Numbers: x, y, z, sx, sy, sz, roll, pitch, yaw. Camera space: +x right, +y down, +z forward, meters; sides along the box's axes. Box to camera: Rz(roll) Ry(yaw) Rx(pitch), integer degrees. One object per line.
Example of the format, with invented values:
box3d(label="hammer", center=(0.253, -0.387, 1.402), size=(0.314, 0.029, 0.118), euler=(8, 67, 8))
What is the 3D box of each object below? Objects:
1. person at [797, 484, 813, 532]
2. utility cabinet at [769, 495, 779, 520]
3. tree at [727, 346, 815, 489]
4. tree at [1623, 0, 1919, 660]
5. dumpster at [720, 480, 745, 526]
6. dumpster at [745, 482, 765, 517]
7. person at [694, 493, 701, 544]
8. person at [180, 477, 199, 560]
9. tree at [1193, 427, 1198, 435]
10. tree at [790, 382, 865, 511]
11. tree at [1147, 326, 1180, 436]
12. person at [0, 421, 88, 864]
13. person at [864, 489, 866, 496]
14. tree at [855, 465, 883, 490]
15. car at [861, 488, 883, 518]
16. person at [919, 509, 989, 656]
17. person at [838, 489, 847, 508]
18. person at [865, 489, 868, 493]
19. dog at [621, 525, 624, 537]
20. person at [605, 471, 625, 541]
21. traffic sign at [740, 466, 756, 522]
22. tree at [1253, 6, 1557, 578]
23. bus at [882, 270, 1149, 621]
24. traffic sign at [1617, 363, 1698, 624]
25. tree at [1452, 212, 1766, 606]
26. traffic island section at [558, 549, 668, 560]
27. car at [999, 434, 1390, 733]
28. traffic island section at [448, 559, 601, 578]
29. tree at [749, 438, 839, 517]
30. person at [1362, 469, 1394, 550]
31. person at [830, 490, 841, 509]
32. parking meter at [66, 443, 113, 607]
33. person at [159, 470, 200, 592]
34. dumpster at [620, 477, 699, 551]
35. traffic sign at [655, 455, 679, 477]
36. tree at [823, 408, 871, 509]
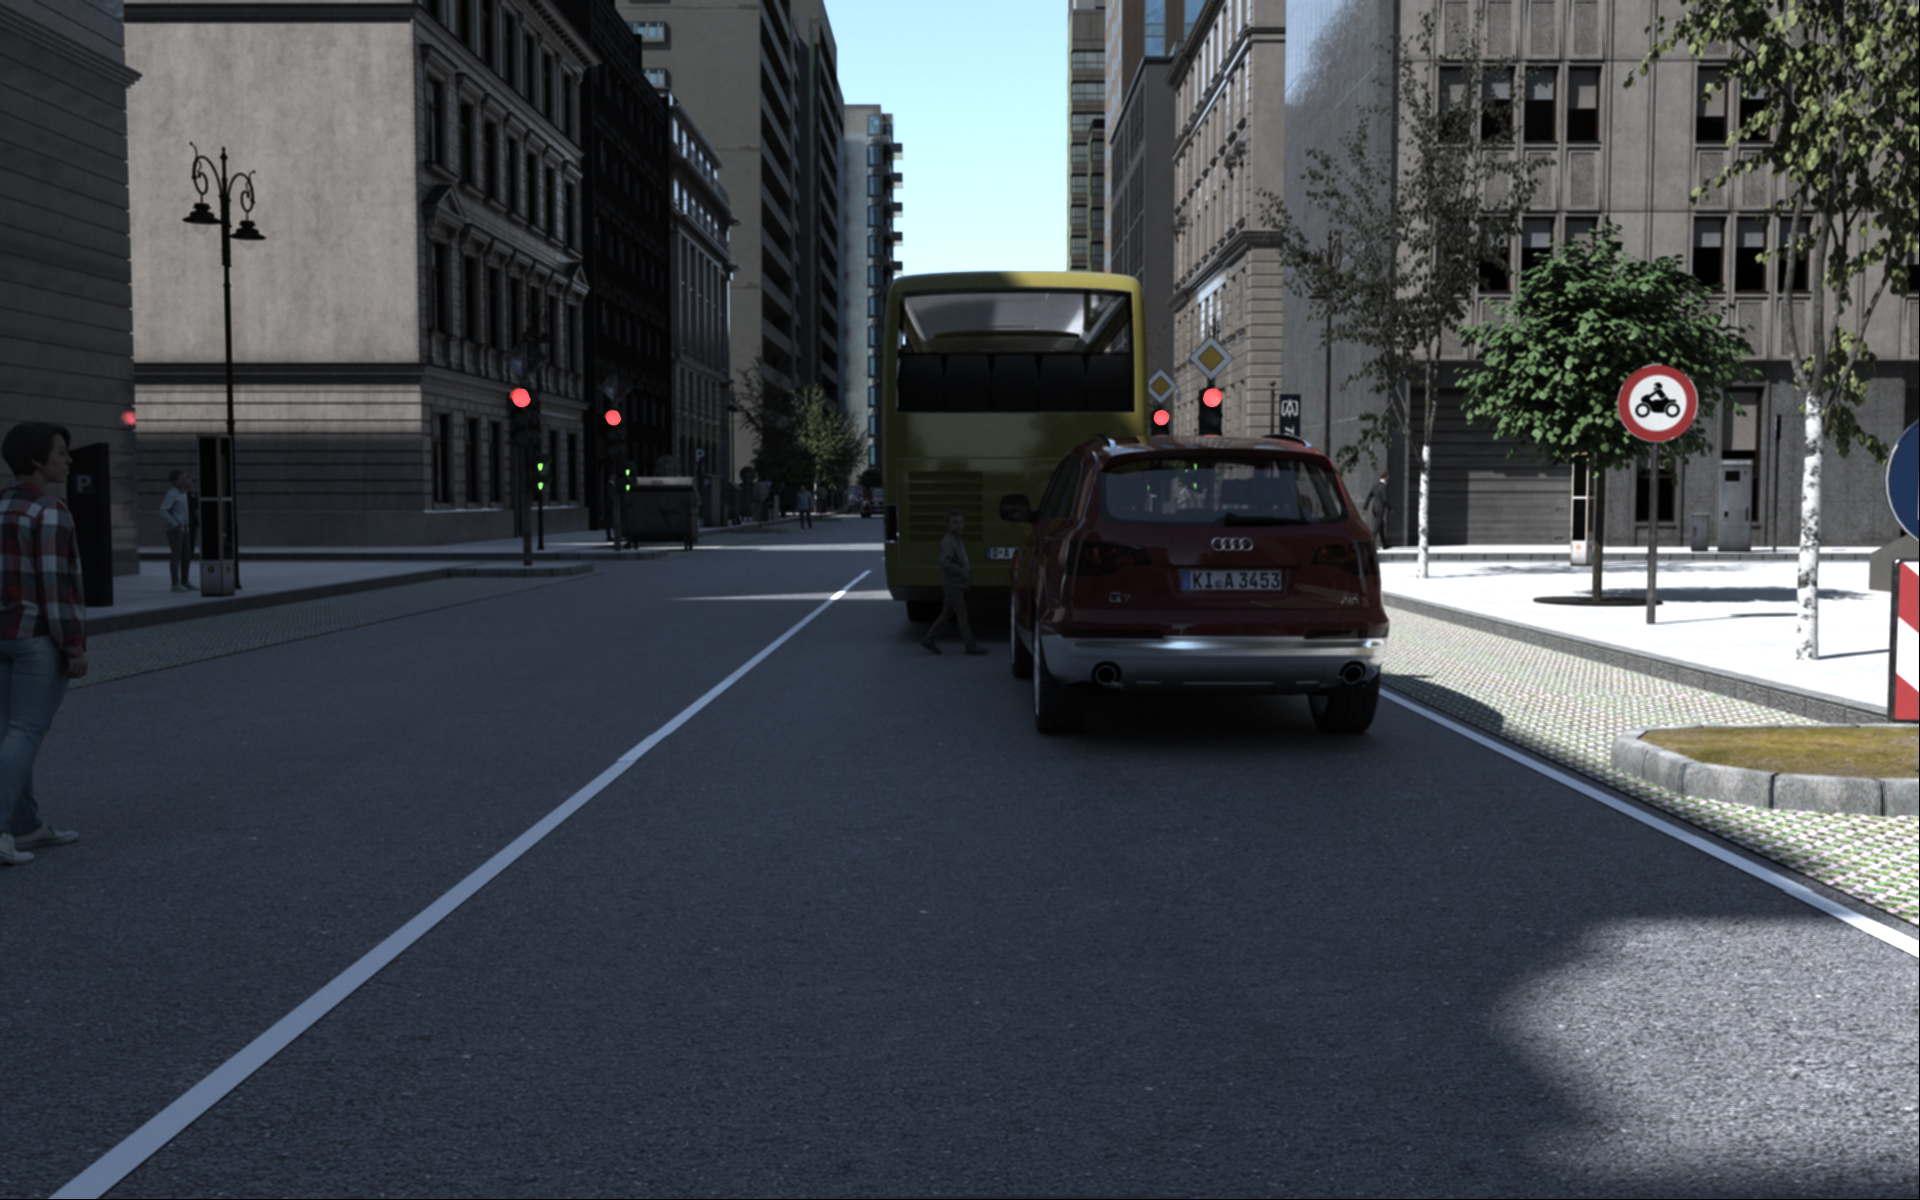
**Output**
box3d(label="person", center=(-5.859, -3.498, 65.714), size=(0.660, 1.820, 0.620), euler=(1, 4, 11))
box3d(label="utility cabinet", center=(-9.425, -4.531, 85.251), size=(1.020, 1.237, 0.306), euler=(-1, 4, -20))
box3d(label="tree", center=(-9.489, -8.369, 87.200), size=(4.360, 8.622, 3.978), euler=(0, 3, 0))
box3d(label="tree", center=(6.798, -3.838, 13.112), size=(4.737, 8.622, 4.395), euler=(0, 3, 0))
box3d(label="dumpster", center=(-9.659, -3.986, 70.933), size=(1.264, 1.857, 1.865), euler=(0, 4, 0))
box3d(label="dumpster", center=(-9.807, -4.596, 80.895), size=(1.264, 1.857, 1.865), euler=(0, 4, 0))
box3d(label="person", center=(-7.769, -2.520, 49.899), size=(0.606, 1.804, 0.583), euler=(0, 4, -1))
box3d(label="person", center=(-15.224, -1.533, 33.986), size=(0.534, 1.772, 0.576), euler=(2, 4, 28))
box3d(label="tree", center=(6.937, -3.415, 50.443), size=(1.663, 3.219, 1.824), euler=(0, 3, 0))
box3d(label="tree", center=(-9.338, -9.986, 113.638), size=(4.737, 8.622, 4.395), euler=(0, 3, 0))
box3d(label="tree", center=(6.877, -7.371, 70.881), size=(4.360, 8.622, 3.978), euler=(0, 3, 0))
box3d(label="person", center=(-3.735, 0.150, 6.886), size=(0.563, 1.720, 0.643), euler=(2, 4, 31))
box3d(label="person", center=(-9.180, -9.917, 168.868), size=(0.721, 1.739, 1.217), euler=(0, 4, -6))
box3d(label="tree", center=(-9.785, -12.665, 190.786), size=(4.285, 4.588, 4.351), euler=(0, 3, 0))
box3d(label="car", center=(-4.880, -5.945, 105.878), size=(2.281, 1.827, 5.304), euler=(0, 4, 2))
box3d(label="person", center=(-0.052, -0.164, 15.449), size=(0.640, 1.303, 0.475), euler=(0, 4, 4))
box3d(label="person", center=(-10.775, -9.346, 159.377), size=(0.617, 1.759, 0.750), euler=(1, 4, 22))
box3d(label="person", center=(-9.263, -10.006, 170.374), size=(0.721, 1.736, 1.217), euler=(-3, 4, -36))
box3d(label="dog", center=(-9.893, -2.266, 51.432), size=(0.513, 0.831, 0.800), euler=(-1, 4, -13))
box3d(label="person", center=(-9.385, -2.546, 47.027), size=(0.474, 1.900, 0.648), euler=(-2, 4, -26))
box3d(label="traffic sign", center=(-9.735, -4.851, 79.427), size=(0.768, 2.556, 0.104), euler=(0, 4, 6))
box3d(label="tree", center=(6.889, -4.645, 26.301), size=(4.360, 8.622, 3.978), euler=(0, 3, 0))
box3d(label="bus", center=(0.619, -1.888, 22.415), size=(2.896, 3.916, 12.252), euler=(0, 4, 1))
box3d(label="traffic sign", center=(6.817, -1.034, 17.013), size=(0.768, 2.556, 0.104), euler=(0, 4, 5))
box3d(label="tree", center=(7.563, -2.236, 20.277), size=(4.285, 4.588, 4.351), euler=(0, 3, 0))
box3d(label="traffic island section", center=(-7.738, -1.025, 39.034), size=(2.009, 0.180, 2.903), euler=(0, 4, 0))
box3d(label="car", center=(1.433, -0.199, 11.933), size=(2.281, 1.827, 5.304), euler=(0, 4, -1))
box3d(label="traffic island section", center=(-7.767, -0.536, 31.049), size=(2.009, 0.180, 2.903), euler=(0, 4, 0))
box3d(label="tree", center=(-9.712, -7.232, 101.957), size=(4.285, 4.588, 4.351), euler=(0, 3, 0))
box3d(label="person", center=(9.731, -2.085, 39.917), size=(0.755, 1.850, 0.659), euler=(-1, 4, -15))
box3d(label="person", center=(-10.508, -8.589, 146.548), size=(0.705, 1.814, 1.350), euler=(3, 4, 37))
box3d(label="parking meter", center=(-9.925, -0.859, 19.752), size=(0.399, 1.863, 0.255), euler=(0, 4, 2))
box3d(label="person", center=(-10.297, -0.916, 22.825), size=(0.330, 1.601, 0.589), euler=(1, 4, 11))
box3d(label="dumpster", center=(-7.558, -2.166, 43.637), size=(1.865, 1.857, 1.264), euler=(0, 4, -2))
box3d(label="traffic sign", center=(-9.506, -3.430, 56.187), size=(0.768, 2.556, 0.104), euler=(0, 4, 2))
box3d(label="tree", center=(-9.739, -12.118, 148.488), size=(4.360, 8.622, 3.978), euler=(0, 3, 0))
